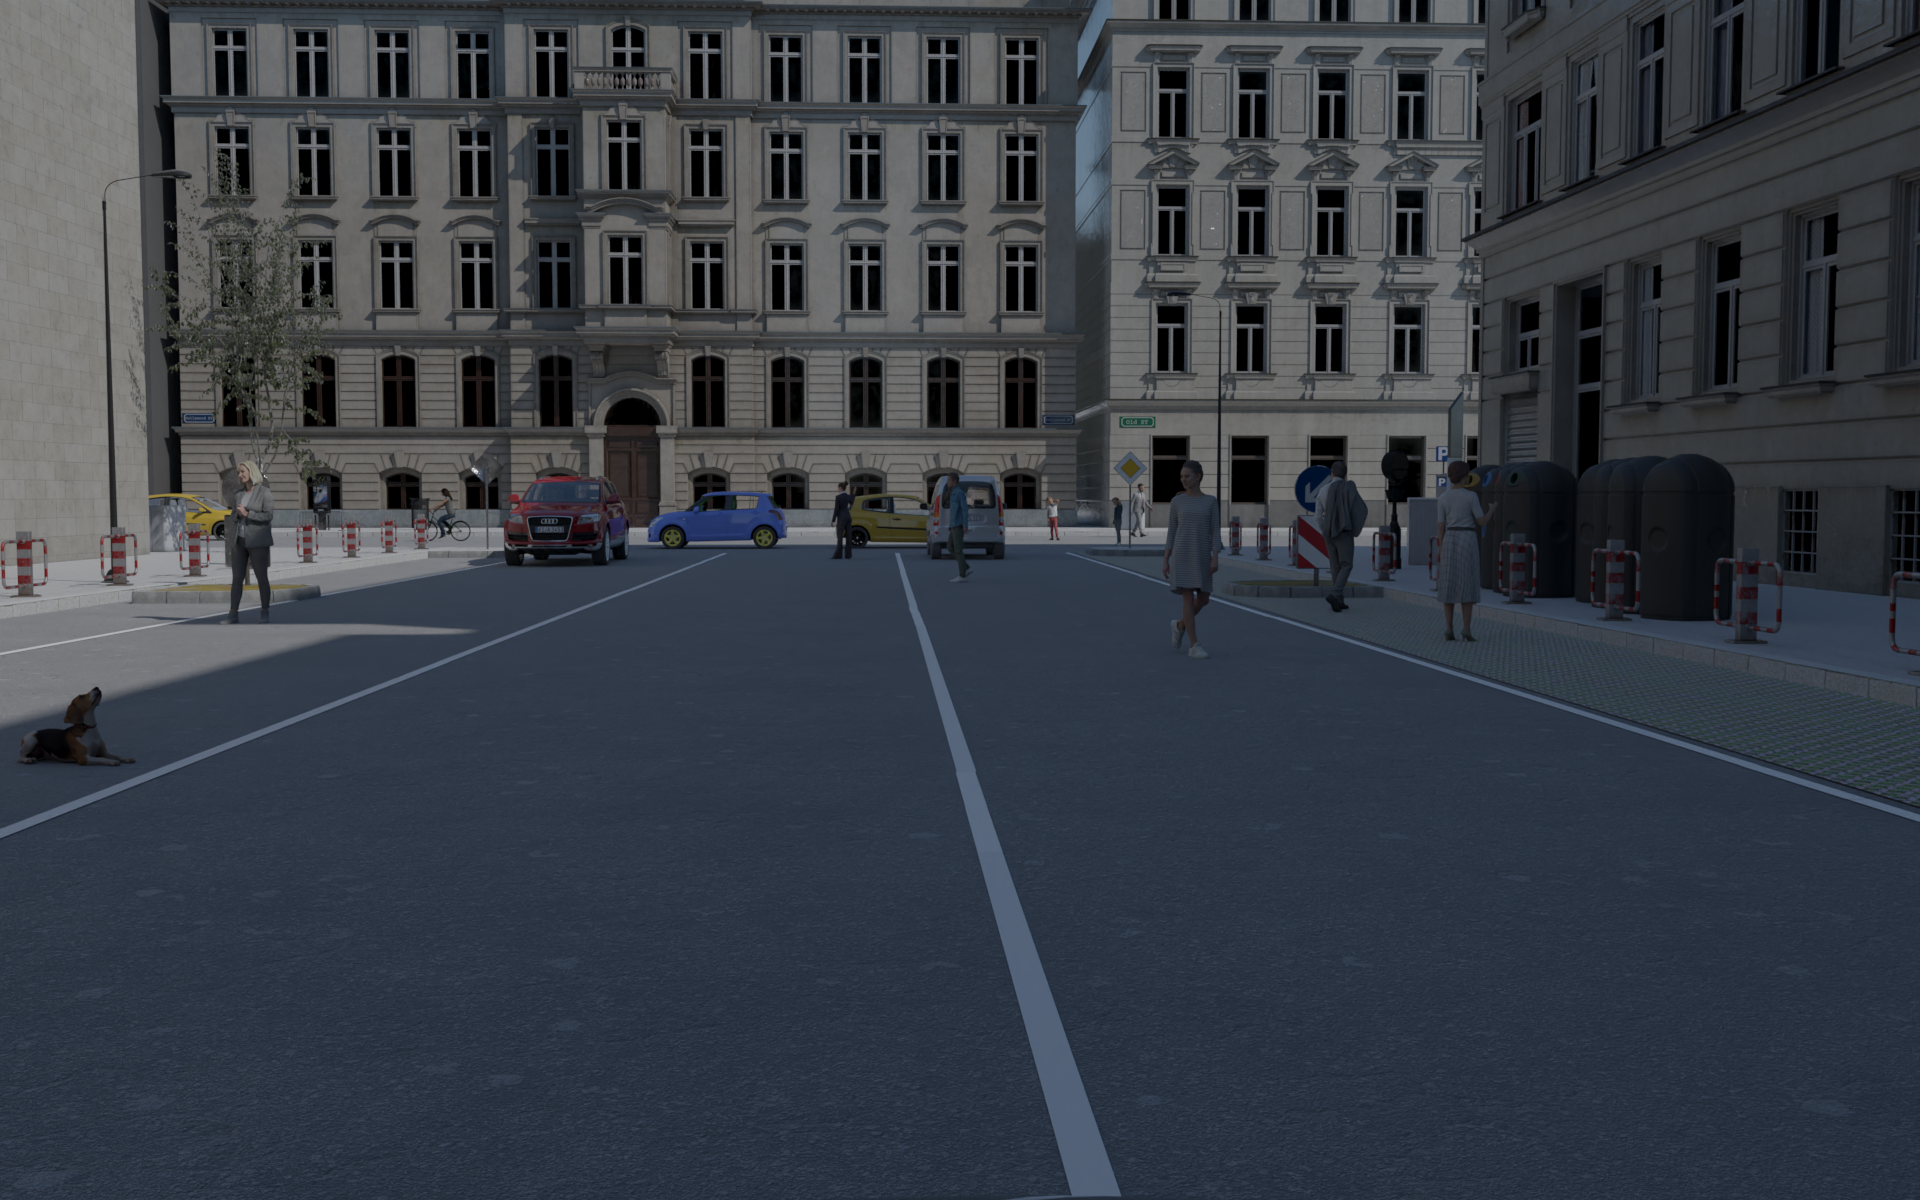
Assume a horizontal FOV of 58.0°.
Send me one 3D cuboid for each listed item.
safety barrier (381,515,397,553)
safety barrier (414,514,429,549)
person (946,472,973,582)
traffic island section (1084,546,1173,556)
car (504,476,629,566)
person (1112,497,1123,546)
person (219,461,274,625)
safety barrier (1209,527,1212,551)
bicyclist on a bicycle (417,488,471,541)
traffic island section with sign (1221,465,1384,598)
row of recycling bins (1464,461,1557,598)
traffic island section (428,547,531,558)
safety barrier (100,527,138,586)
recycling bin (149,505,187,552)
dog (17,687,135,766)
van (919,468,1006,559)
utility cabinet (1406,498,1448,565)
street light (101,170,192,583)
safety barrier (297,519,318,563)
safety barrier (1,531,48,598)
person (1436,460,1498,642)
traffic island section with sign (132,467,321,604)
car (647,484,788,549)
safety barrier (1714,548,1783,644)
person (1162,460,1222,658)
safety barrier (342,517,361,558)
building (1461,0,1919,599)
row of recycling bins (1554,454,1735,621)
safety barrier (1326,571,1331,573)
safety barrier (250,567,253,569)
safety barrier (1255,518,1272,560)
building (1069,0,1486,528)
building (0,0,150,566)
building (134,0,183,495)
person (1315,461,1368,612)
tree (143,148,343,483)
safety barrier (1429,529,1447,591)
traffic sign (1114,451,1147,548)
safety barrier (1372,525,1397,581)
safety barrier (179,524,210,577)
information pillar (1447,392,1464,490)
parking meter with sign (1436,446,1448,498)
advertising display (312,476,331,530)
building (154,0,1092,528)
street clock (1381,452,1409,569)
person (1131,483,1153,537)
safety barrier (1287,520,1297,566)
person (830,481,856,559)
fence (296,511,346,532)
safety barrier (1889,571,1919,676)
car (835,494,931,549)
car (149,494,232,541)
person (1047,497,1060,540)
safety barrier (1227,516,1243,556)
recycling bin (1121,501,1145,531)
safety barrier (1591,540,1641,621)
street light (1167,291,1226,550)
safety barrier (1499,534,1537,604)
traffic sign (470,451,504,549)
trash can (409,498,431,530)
[{"bbox_3d":[-12.372,-1.422,37.528,0.300,0.817,1.120,0,4,-3],"label":"safety barrier"},{"bbox_3d":[-12.500,-1.585,40.188,0.300,0.817,1.120,0,4,-3],"label":"safety barrier"},{"bbox_3d":[-0.002,-1.180,28.141,0.444,1.785,0.601,0,4,-1],"label":"person"},{"bbox_3d":[4.032,-1.141,40.933,2.009,0.180,2.903,0,4,-3],"label":"traffic island section"},{"bbox_3d":[-8.194,-1.694,36.374,2.281,1.827,5.304,0,4,-4],"label":"car"},{"bbox_3d":[4.364,-2.178,48.019,0.340,1.345,0.435,-2,4,-35],"label":"person"},{"bbox_3d":[-7.841,-0.639,19.124,0.537,1.800,0.526,1,4,23],"label":"person"},{"bbox_3d":[5.638,-1.505,38.875,0.300,0.817,1.120,0,4,-3],"label":"safety barrier"},{"bbox_3d":[-15.665,-2.600,52.537,1.625,1.676,1.499,0,4,-2],"label":"bicyclist on a bicycle"},{"bbox_3d":[4.803,-0.982,24.679,1.989,1.847,2.006,0,4,-3],"label":"traffic island section with sign"},{"bbox_3d":[7.386,-0.971,22.990,1.069,1.692,3.534,0,4,4],"label":"row of recycling bins"},{"bbox_3d":[-10.993,-1.098,40.235,2.009,0.180,2.903,0,4,-3],"label":"traffic island section"},{"bbox_3d":[-11.749,-0.607,24.204,0.300,0.817,1.120,0,4,-3],"label":"safety barrier"},{"bbox_3d":[-17.772,-1.593,38.600,0.722,1.027,0.722,1,4,14],"label":"recycling bin"},{"bbox_3d":[-4.775,0.664,9.334,0.550,0.427,0.748,-2,4,-30],"label":"dog"},{"bbox_3d":[0.098,-1.985,39.465,2.013,2.044,4.112,0,4,-3],"label":"van"},{"bbox_3d":[8.597,-1.227,31.217,1.020,1.237,0.306,0,4,6],"label":"utility cabinet"},{"bbox_3d":[-11.698,-3.205,24.937,1.470,5.913,1.316,0,4,-3],"label":"street light"},{"bbox_3d":[-12.126,-1.096,32.194,0.300,0.817,1.120,0,4,-3],"label":"safety barrier"},{"bbox_3d":[-11.625,-0.444,21.532,0.300,0.817,1.120,0,4,-3],"label":"safety barrier"},{"bbox_3d":[4.904,-0.473,16.803,0.480,1.755,0.524,3,5,40],"label":"person"},{"bbox_3d":[-9.889,-0.916,23.612,1.989,1.847,2.006,0,4,-3],"label":"traffic island section with sign"},{"bbox_3d":[-6.420,-2.219,45.866,3.694,1.707,1.945,0,4,-3],"label":"car"},{"bbox_3d":[6.758,-0.036,14.871,0.300,0.817,1.120,0,4,-3],"label":"safety barrier"},{"bbox_3d":[2.031,-0.375,15.389,0.466,1.731,0.760,-1,4,-22],"label":"person"},{"bbox_3d":[-12.248,-1.259,34.859,0.300,0.817,1.120,0,4,-3],"label":"safety barrier"},{"bbox_3d":[18.821,-11.555,22.207,16.112,22.955,30.059,0,4,-3],"label":"building"},{"bbox_3d":[7.570,-0.734,19.120,1.069,1.692,3.534,0,4,6],"label":"row of recycling bins"},{"bbox_3d":[6.134,-0.852,28.213,0.300,0.817,1.120,0,4,-3],"label":"safety barrier"},{"bbox_3d":[-11.998,-0.933,29.534,0.300,0.817,1.120,0,4,-3],"label":"safety barrier"},{"bbox_3d":[5.885,-1.179,33.551,0.300,0.817,1.120,0,4,-3],"label":"safety barrier"},{"bbox_3d":[26.691,-18.164,73.389,44.131,29.872,17.030,0,4,-3],"label":"building"},{"bbox_3d":[-25.393,-10.760,30.675,16.860,20.320,10.420,0,4,-3],"label":"building"},{"bbox_3d":[-41.943,-16.801,68.210,24.014,27.812,14.314,0,4,-3],"label":"building"},{"bbox_3d":[4.643,-0.764,21.088,0.679,1.850,0.850,2,4,33],"label":"person"},{"bbox_3d":[-15.086,-5.304,37.076,4.360,8.622,3.978,0,3,0],"label":"tree"},{"bbox_3d":[6.386,-0.526,22.882,0.300,0.817,1.120,0,4,-3],"label":"safety barrier"},{"bbox_3d":[4.009,-2.276,40.854,0.795,2.450,0.064,0,4,-3],"label":"traffic sign"},{"bbox_3d":[6.258,-0.690,25.552,0.300,0.817,1.120,0,4,-3],"label":"safety barrier"},{"bbox_3d":[-11.875,-0.771,26.873,0.300,0.817,1.120,0,4,-3],"label":"safety barrier"},{"bbox_3d":[11.337,-2.954,39.651,0.504,3.616,0.183,-3,5,-39],"label":"information pillar"},{"bbox_3d":[17.313,-4.036,62.248,0.543,3.016,1.738,1,4,19],"label":"parking meter with sign"},{"bbox_3d":[-22.726,-3.453,61.678,0.974,1.923,0.123,3,4,39],"label":"advertising display"},{"bbox_3d":[-12.631,-15.370,70.385,34.723,24.649,14.460,0,4,-3],"label":"building"},{"bbox_3d":[7.422,-1.530,29.584,0.471,2.002,0.358,-3,4,-37],"label":"street clock"},{"bbox_3d":[5.975,-2.994,57.726,0.678,1.792,0.850,-3,5,-41],"label":"person"},{"bbox_3d":[6.008,-1.016,30.891,0.300,0.817,1.120,0,4,-3],"label":"safety barrier"},{"bbox_3d":[-2.570,-1.780,38.403,0.445,1.727,0.742,1,4,16],"label":"person"},{"bbox_3d":[-21.944,-2.698,59.479,0.278,0.683,2.069,1,4,23],"label":"fence"},{"bbox_3d":[6.891,0.126,12.211,0.300,0.817,1.120,0,4,-3],"label":"safety barrier"},{"bbox_3d":[-1.343,-2.202,46.224,3.980,1.641,2.015,0,4,-2],"label":"car"},{"bbox_3d":[-23.856,-2.667,53.833,3.980,1.641,2.015,0,4,-4],"label":"car"},{"bbox_3d":[2.898,-2.525,53.688,0.435,1.345,0.340,1,4,9],"label":"person"},{"bbox_3d":[5.760,-1.342,36.215,0.300,0.817,1.120,0,4,-3],"label":"safety barrier"},{"bbox_3d":[6.095,-2.983,61.332,0.722,1.027,0.722,2,4,27],"label":"recycling bin"},{"bbox_3d":[6.635,-0.200,17.543,0.300,0.817,1.120,0,4,-3],"label":"safety barrier"},{"bbox_3d":[5.424,-4.113,39.790,1.470,5.913,1.316,0,4,-3],"label":"street light"},{"bbox_3d":[6.507,-0.363,20.214,0.300,0.817,1.120,0,4,-3],"label":"safety barrier"},{"bbox_3d":[-10.970,-2.234,40.175,0.795,2.450,0.064,0,4,-3],"label":"traffic sign"},{"bbox_3d":[-19.283,-3.072,61.874,0.748,1.137,0.748,0,3,0],"label":"trash can"}]
